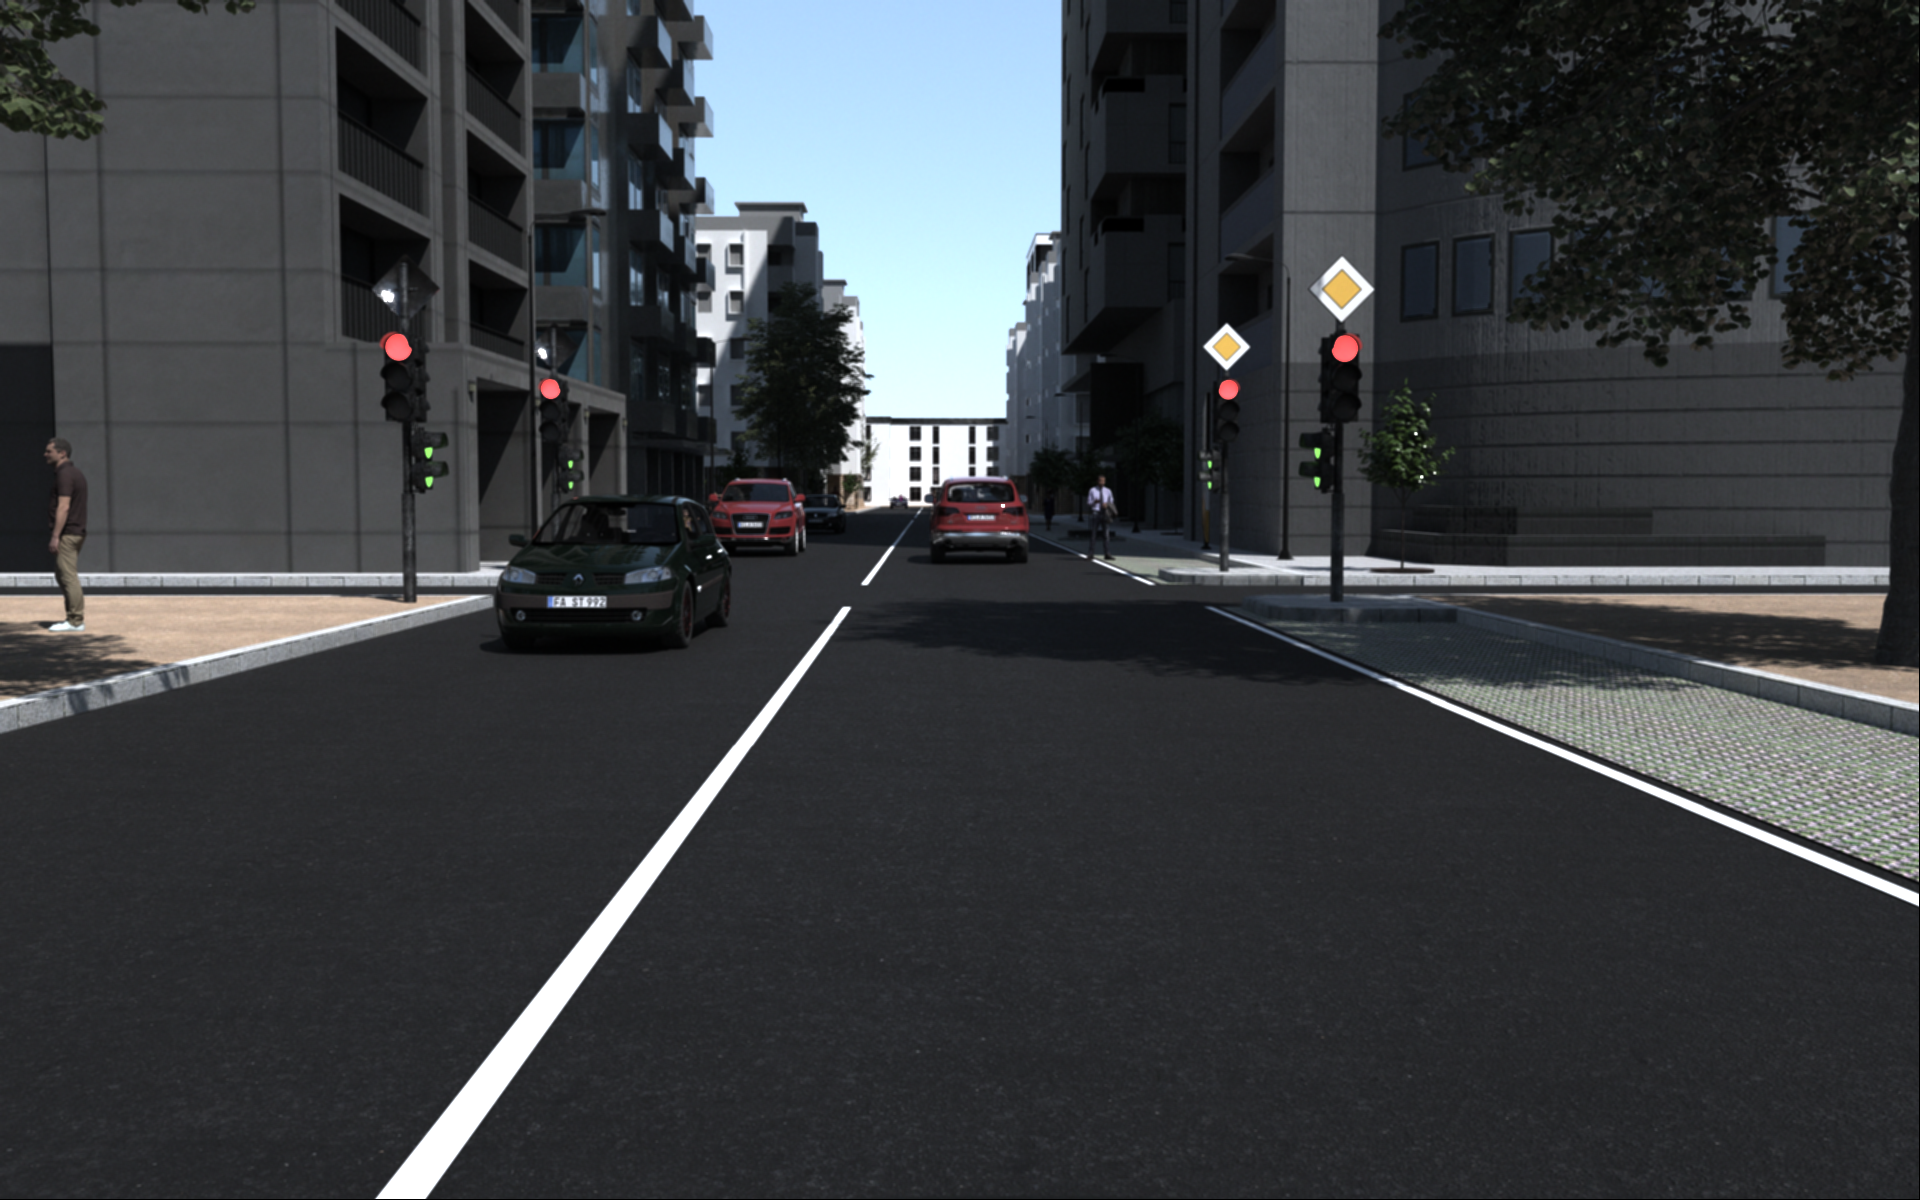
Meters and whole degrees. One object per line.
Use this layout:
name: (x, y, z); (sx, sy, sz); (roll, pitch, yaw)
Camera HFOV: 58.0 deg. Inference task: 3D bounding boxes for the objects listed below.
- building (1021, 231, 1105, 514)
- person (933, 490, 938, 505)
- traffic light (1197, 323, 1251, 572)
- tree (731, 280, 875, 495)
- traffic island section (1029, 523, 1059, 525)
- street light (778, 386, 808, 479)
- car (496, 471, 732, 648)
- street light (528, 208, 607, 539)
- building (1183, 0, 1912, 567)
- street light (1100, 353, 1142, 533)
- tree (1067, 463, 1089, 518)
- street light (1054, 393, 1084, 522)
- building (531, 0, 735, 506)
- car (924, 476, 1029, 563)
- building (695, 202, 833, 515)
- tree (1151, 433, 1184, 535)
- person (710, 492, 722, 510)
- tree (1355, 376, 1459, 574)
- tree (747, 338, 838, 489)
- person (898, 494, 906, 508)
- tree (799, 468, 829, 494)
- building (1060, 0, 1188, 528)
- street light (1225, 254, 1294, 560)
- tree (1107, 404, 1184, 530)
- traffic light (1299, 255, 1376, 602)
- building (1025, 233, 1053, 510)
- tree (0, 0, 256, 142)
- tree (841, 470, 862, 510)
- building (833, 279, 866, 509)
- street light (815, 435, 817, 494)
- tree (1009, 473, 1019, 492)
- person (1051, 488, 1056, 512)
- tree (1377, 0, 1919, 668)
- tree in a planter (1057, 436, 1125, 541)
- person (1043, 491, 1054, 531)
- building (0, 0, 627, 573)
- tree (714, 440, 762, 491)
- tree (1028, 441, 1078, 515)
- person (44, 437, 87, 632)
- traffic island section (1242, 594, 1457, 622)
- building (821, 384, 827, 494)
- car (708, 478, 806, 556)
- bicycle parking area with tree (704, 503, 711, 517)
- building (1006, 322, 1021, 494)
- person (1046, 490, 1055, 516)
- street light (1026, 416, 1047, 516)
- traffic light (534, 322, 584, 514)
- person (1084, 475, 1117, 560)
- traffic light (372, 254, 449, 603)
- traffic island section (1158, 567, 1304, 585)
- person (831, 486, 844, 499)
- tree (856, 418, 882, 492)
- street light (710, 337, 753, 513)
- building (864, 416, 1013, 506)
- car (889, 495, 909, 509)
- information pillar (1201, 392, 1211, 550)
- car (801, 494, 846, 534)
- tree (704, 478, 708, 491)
building: (13.090, -16.755, 130.361); (16.016, 20.091, 11.380); (0, 4, -1)
person: (-1.924, -7.642, 134.165); (1.217, 1.735, 0.721); (-2, 4, -32)
traffic light: (4.349, -2.423, 28.533); (0.839, 4.253, 0.868); (0, 4, -1)
tree: (-8.441, -10.684, 92.814); (7.486, 12.596, 7.792); (0, 3, 0)
traffic island section: (3.569, -3.526, 80.523); (1.991, 0.108, 1.994); (0, 4, -1)
street light: (-7.264, -6.251, 74.741); (1.470, 5.913, 1.316); (0, 4, -1)
car: (-3.363, -0.461, 17.322); (2.009, 1.686, 4.222); (0, 4, 1)
street light: (-6.432, -3.407, 28.240); (1.470, 5.913, 1.316); (0, 4, -1)
building: (20.494, -30.368, 38.508); (28.212, 58.520, 21.231); (0, 4, -1)
street light: (5.298, -5.179, 57.212); (1.470, 5.913, 1.316); (0, 4, -1)
tree: (6.728, -6.135, 94.901); (1.663, 3.219, 1.824); (0, 3, 0)
street light: (5.050, -6.579, 80.107); (1.470, 5.913, 1.316); (0, 4, -1)
building: (-22.177, -27.559, 70.196); (23.786, 49.044, 30.456); (0, 4, -1)
car: (0.369, -1.760, 37.454); (2.281, 1.827, 5.304); (0, 4, -1)
building: (-16.630, -15.519, 110.155); (16.016, 20.091, 11.380); (0, 4, -1)
tree: (6.772, -3.682, 54.797); (1.663, 3.219, 1.824); (0, 3, 0)
person: (-7.565, -2.706, 54.202); (0.435, 1.345, 0.340); (-3, 4, -39)
tree: (7.394, -2.067, 28.390); (1.663, 3.219, 1.824); (0, 3, 0)
tree: (-7.959, -8.090, 82.638); (4.737, 8.622, 4.395); (0, 3, 0)
person: (-5.544, -9.197, 162.090); (0.991, 1.433, 0.599); (1, 4, 10)
tree: (-8.438, -6.546, 101.631); (1.663, 3.219, 1.824); (0, 3, 0)
building: (18.924, -29.896, 78.045); (28.713, 52.752, 27.495); (0, 4, -1)
street light: (5.825, -3.740, 33.689); (1.470, 5.913, 1.316); (0, 4, -1)
tree: (7.031, -4.843, 62.904); (4.285, 4.588, 4.351); (0, 3, 0)
traffic light: (4.475, -1.934, 20.549); (0.839, 4.253, 0.868); (0, 4, -1)
building: (19.615, -18.863, 152.391); (27.936, 21.610, 32.646); (0, 4, -1)
tree: (-7.085, -5.521, 8.403); (7.486, 12.596, 7.792); (0, 3, 0)
tree: (-8.789, -8.925, 140.530); (1.663, 3.219, 1.824); (0, 3, 0)
building: (-16.600, -17.974, 150.298); (16.016, 20.091, 11.380); (0, 4, -1)
street light: (-7.603, -7.651, 97.635); (1.470, 5.913, 1.316); (0, 4, -1)
tree: (4.584, -10.033, 158.636); (1.663, 3.219, 1.824); (0, 3, 0)
person: (5.981, -6.488, 112.141); (0.705, 1.821, 1.348); (1, 4, 19)
tree: (7.365, -6.486, 12.699); (9.857, 13.997, 8.962); (0, 3, 0)
tree in a planter: (3.998, -3.425, 53.214); (1.991, 3.239, 1.994); (0, 4, -1)
person: (3.442, -3.453, 67.333); (0.453, 1.535, 0.546); (0, 4, -5)
building: (-18.374, -36.566, 36.105); (20.563, 71.187, 20.611); (0, 4, -1)
tree: (-7.973, -4.139, 62.281); (1.663, 3.219, 1.824); (0, 3, 0)
tree: (5.759, -7.571, 107.503); (4.285, 4.588, 4.351); (0, 3, 0)
person: (-8.402, -0.615, 16.229); (0.434, 1.807, 0.598); (0, 4, -4)
traffic island section: (4.515, 0.099, 20.664); (2.009, 0.180, 2.903); (0, 4, -1)
building: (-14.448, -11.515, 130.425); (9.099, 9.664, 28.070); (0, 4, -1)
car: (-4.813, -2.011, 41.547); (2.281, 1.827, 5.304); (0, 4, -2)
bicycle parking area with tree: (-17.311, -6.761, 97.546); (9.016, 4.147, 8.231); (0, 4, 1)
building: (12.740, -19.444, 174.330); (16.016, 20.091, 11.380); (0, 4, -1)
person: (4.946, -5.302, 95.192); (0.523, 1.526, 0.387); (1, 4, 15)
street light: (4.620, -8.003, 103.390); (1.470, 5.913, 1.316); (0, 4, -1)
traffic light: (-6.610, -2.411, 28.346); (0.839, 4.253, 0.868); (0, 4, -1)
person: (3.042, -1.765, 37.232); (0.709, 1.838, 0.599); (-1, 4, -9)
traffic light: (-6.485, -1.923, 20.362); (0.839, 4.253, 0.868); (0, 4, -1)
traffic island section: (4.390, -0.389, 28.648); (2.009, 0.180, 2.903); (0, 4, -1)
person: (-8.506, -6.894, 118.705); (1.348, 1.831, 0.705); (-3, 5, -43)
tree: (-9.588, -12.807, 159.762); (4.737, 8.622, 4.395); (0, 3, 0)
street light: (-6.790, -4.812, 51.211); (1.470, 5.913, 1.316); (0, 4, -1)
building: (-7.620, -15.266, 191.746); (28.070, 9.664, 9.099); (0, 4, -1)
car: (-5.991, -9.638, 170.156); (1.945, 1.354, 3.894); (0, 4, -1)
information pillar: (5.708, -2.985, 40.154); (0.183, 3.616, 0.504); (0, 4, -2)
car: (-5.145, -3.292, 63.613); (2.009, 1.686, 4.222); (0, 4, 0)
tree: (-13.747, -5.880, 90.744); (1.663, 3.219, 1.824); (0, 3, 0)
